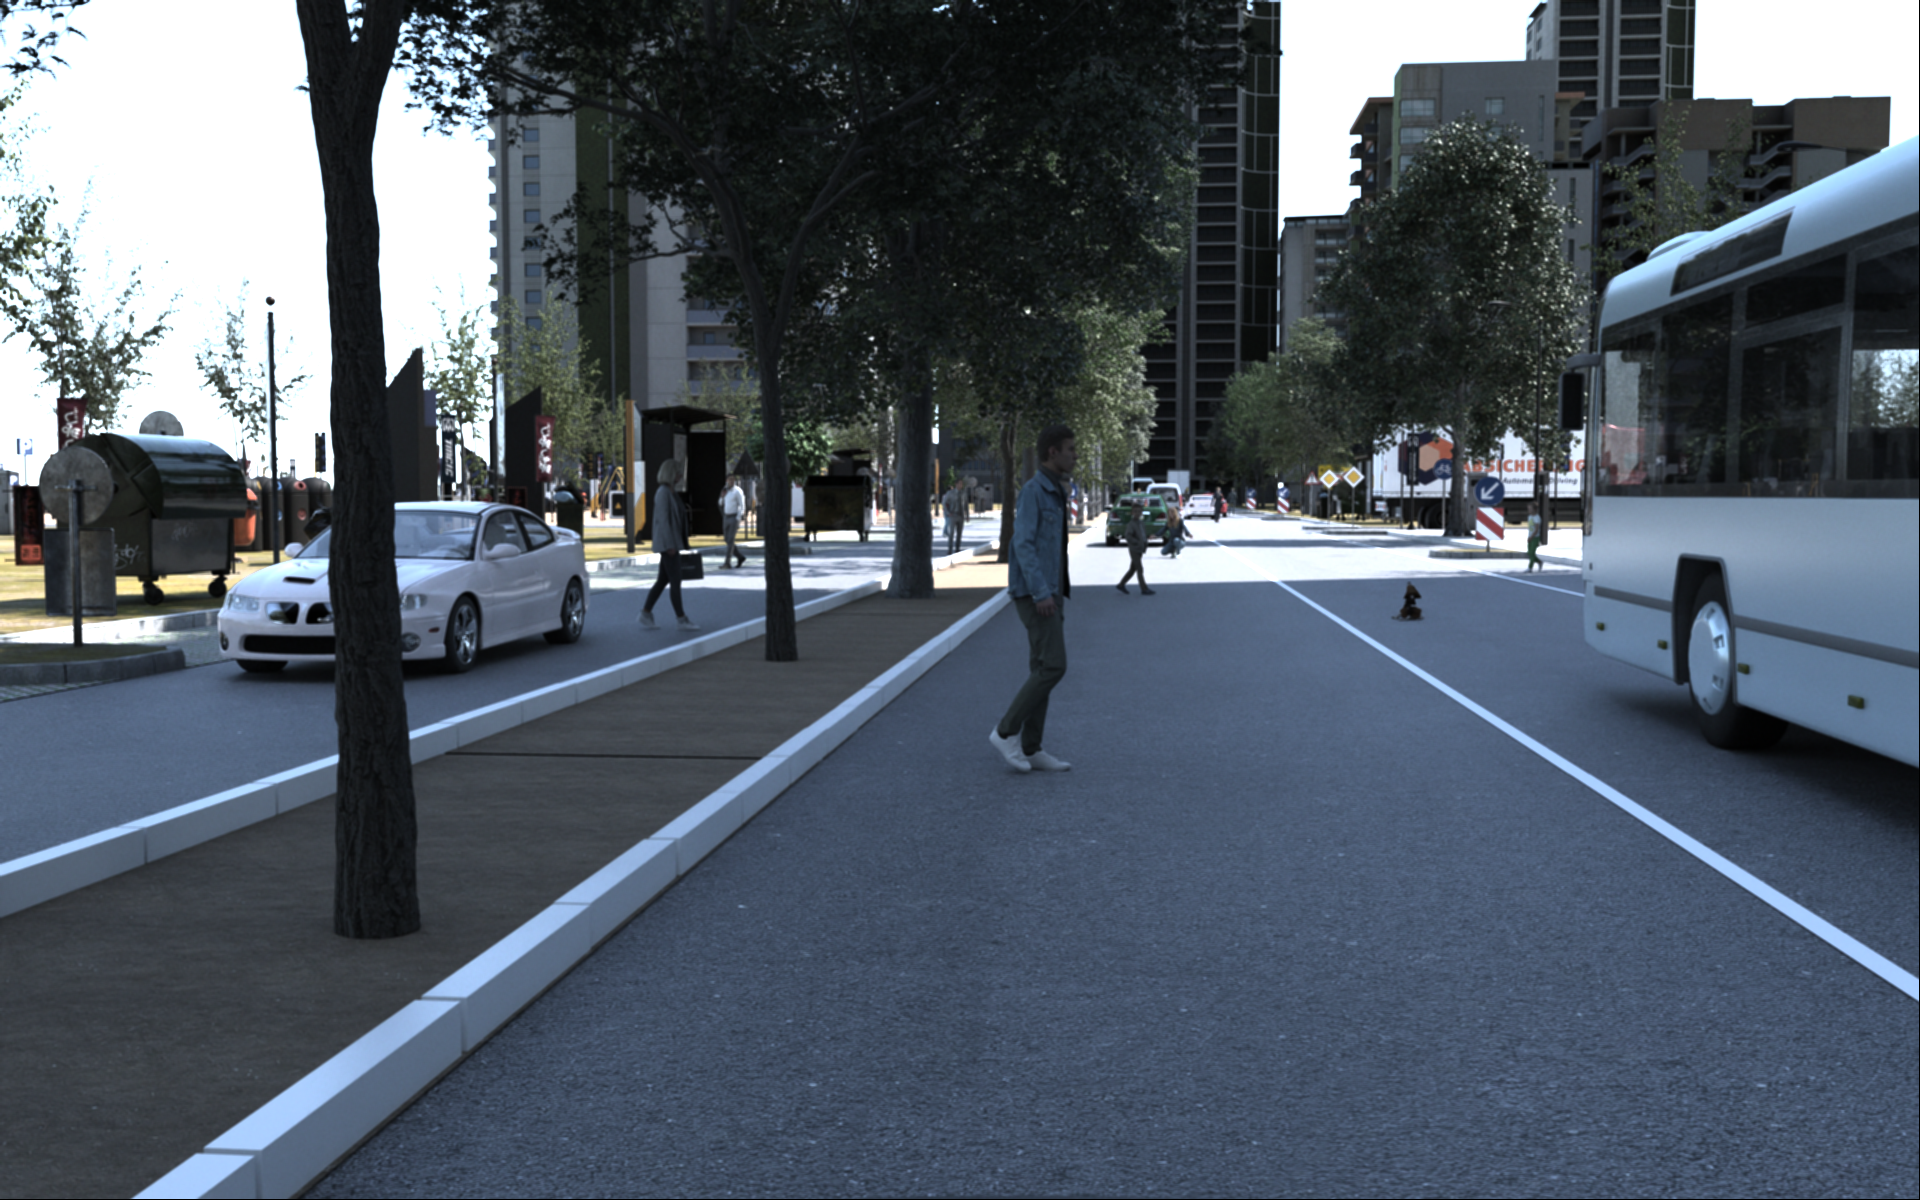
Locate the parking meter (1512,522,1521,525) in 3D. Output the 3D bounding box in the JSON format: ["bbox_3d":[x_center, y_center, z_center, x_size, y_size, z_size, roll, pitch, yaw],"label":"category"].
[{"bbox_3d":[23.343,-3.925,72.592,0.372,1.533,0.369,0,3,0],"label":"parking meter"}]

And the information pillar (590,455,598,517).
[{"bbox_3d":[-20.370,-6.420,96.327,0.504,3.616,0.183,2,4,34],"label":"information pillar"}]

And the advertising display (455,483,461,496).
[{"bbox_3d":[-28.764,-5.768,99.519,0.123,1.923,0.974,-3,4,-37],"label":"advertising display"}]

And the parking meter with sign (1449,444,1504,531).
[{"bbox_3d":[18.082,-3.940,60.674,1.738,3.016,0.543,0,4,8],"label":"parking meter with sign"}]

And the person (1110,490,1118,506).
[{"bbox_3d":[14.780,-9.693,166.607,1.348,1.869,0.705,-2,4,-34],"label":"person"}]

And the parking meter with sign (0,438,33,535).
[{"bbox_3d":[-29.717,-3.529,53.961,1.738,3.016,0.543,1,4,21],"label":"parking meter with sign"}]

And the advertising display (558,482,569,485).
[{"bbox_3d":[-21.823,-5.513,95.356,0.123,1.923,0.974,3,4,36],"label":"advertising display"}]

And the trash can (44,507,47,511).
[{"bbox_3d":[-60.846,-6.356,115.580,0.748,1.137,0.748,0,3,0],"label":"trash can"}]

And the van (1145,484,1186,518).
[{"bbox_3d":[8.332,-3.945,71.505,2.013,2.044,4.112,0,4,5],"label":"van"}]

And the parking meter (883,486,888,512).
[{"bbox_3d":[-5.235,-7.141,122.459,0.255,1.863,0.399,-2,4,-34],"label":"parking meter"}]

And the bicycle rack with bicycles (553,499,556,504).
[{"bbox_3d":[-30.079,-7.055,128.724,2.925,0.926,2.852,1,4,20],"label":"bicycle rack with bicycles"}]

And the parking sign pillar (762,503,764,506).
[{"bbox_3d":[-9.294,-5.972,86.121,1.447,3.967,1.447,-1,4,-9],"label":"parking sign pillar"}]

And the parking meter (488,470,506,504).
[{"bbox_3d":[-11.133,-2.197,41.639,0.399,1.863,0.255,3,4,38],"label":"parking meter"}]

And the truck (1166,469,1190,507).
[{"bbox_3d":[24.868,-12.747,197.328,2.839,4.237,11.283,0,4,7],"label":"truck"}]

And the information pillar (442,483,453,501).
[{"bbox_3d":[-15.365,-2.903,51.949,0.304,2.012,0.304,-1,4,-21],"label":"information pillar"}]

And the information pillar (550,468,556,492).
[{"bbox_3d":[-32.684,-9.031,139.015,0.504,3.616,0.183,0,3,0],"label":"information pillar"}]

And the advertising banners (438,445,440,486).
[{"bbox_3d":[-18.987,-3.984,61.333,2.074,3.025,0.090,3,5,39],"label":"advertising banners"}]

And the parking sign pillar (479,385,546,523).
[{"bbox_3d":[-11.012,-3.339,43.066,1.447,3.967,1.447,0,4,-4],"label":"parking sign pillar"}]

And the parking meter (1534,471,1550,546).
[{"bbox_3d":[14.455,-2.286,43.085,0.255,1.863,0.399,3,5,44],"label":"parking meter"}]

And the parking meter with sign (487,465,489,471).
[{"bbox_3d":[-28.156,-6.477,102.156,0.543,3.016,1.738,1,4,12],"label":"parking meter with sign"}]

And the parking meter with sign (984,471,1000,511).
[{"bbox_3d":[2.175,-8.374,133.172,1.738,3.016,0.543,0,4,5],"label":"parking meter with sign"}]

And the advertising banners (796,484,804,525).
[{"bbox_3d":[-6.176,-4.689,72.847,2.074,3.025,0.090,-3,5,-41],"label":"advertising banners"}]

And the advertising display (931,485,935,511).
[{"bbox_3d":[-2.495,-8.309,141.067,0.974,1.923,0.123,-2,4,-32],"label":"advertising display"}]

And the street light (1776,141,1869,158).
[{"bbox_3d":[11.454,-3.082,22.931,1.470,5.913,1.316,0,4,6],"label":"street light"}]

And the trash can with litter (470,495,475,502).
[{"bbox_3d":[-24.294,-4.667,87.368,2.233,1.210,1.678,-1,4,-14],"label":"trash can with litter"}]

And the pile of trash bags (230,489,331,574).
[{"bbox_3d":[-10.295,-1.124,28.124,3.447,1.369,1.912,0,4,-2],"label":"pile of trash bags"}]

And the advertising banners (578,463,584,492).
[{"bbox_3d":[-22.947,-6.510,102.627,0.090,3.025,2.074,2,4,27],"label":"advertising banners"}]

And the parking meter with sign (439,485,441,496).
[{"bbox_3d":[-44.148,-9.278,147.952,1.738,3.016,0.543,-1,4,-17],"label":"parking meter with sign"}]

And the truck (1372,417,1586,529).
[{"bbox_3d":[21.250,-4.627,64.568,11.283,4.237,2.839,0,4,5],"label":"truck"}]

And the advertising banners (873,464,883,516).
[{"bbox_3d":[-4.790,-6.289,99.009,0.090,3.025,2.074,1,4,18],"label":"advertising banners"}]

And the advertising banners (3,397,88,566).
[{"bbox_3d":[-16.738,-2.132,31.039,2.074,3.025,0.090,-2,4,-29],"label":"advertising banners"}]

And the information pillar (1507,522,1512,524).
[{"bbox_3d":[23.908,-4.307,74.904,0.304,2.012,0.304,-1,4,-15],"label":"information pillar"}]

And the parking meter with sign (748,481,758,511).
[{"bbox_3d":[-15.569,-8.217,130.600,0.543,3.016,1.738,1,4,9],"label":"parking meter with sign"}]

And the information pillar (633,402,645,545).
[{"bbox_3d":[-8.146,-3.217,43.949,0.183,3.616,0.504,-2,4,-35],"label":"information pillar"}]

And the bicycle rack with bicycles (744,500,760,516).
[{"bbox_3d":[-12.836,-5.304,100.101,2.925,0.926,2.852,-1,4,-15],"label":"bicycle rack with bicycles"}]

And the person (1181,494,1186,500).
[{"bbox_3d":[19.052,-8.406,149.158,0.991,1.433,0.599,0,4,-5],"label":"person"}]

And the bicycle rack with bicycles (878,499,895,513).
[{"bbox_3d":[-5.514,-6.247,115.524,2.852,0.926,2.925,3,4,37],"label":"bicycle rack with bicycles"}]

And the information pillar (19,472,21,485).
[{"bbox_3d":[-31.800,-3.293,58.328,0.304,2.012,0.304,-1,4,-23],"label":"information pillar"}]

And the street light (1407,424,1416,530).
[{"bbox_3d":[15.496,-5.436,61.420,1.470,5.913,1.316,0,4,6],"label":"street light"}]

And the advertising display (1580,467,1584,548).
[{"bbox_3d":[15.062,-2.195,41.096,0.123,1.923,0.974,-1,4,-15],"label":"advertising display"}]

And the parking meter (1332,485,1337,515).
[{"bbox_3d":[23.002,-6.137,106.052,0.399,1.863,0.255,3,5,40],"label":"parking meter"}]

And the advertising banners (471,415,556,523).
[{"bbox_3d":[-9.714,-2.546,37.822,2.074,3.025,0.090,-3,5,-43],"label":"advertising banners"}]

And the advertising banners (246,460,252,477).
[{"bbox_3d":[-36.633,-5.626,88.168,0.090,3.025,2.074,1,4,12],"label":"advertising banners"}]

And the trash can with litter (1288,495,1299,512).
[{"bbox_3d":[23.196,-6.836,122.824,1.678,1.210,2.233,1,4,22],"label":"trash can with litter"}]

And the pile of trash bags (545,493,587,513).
[{"bbox_3d":[-27.028,-6.637,118.267,3.447,1.369,1.912,1,4,18],"label":"pile of trash bags"}]

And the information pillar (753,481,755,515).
[{"bbox_3d":[-12.941,-7.176,108.679,0.183,3.616,0.504,-1,4,-12],"label":"information pillar"}]

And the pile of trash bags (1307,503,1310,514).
[{"bbox_3d":[22.772,-6.019,108.160,1.912,1.369,3.447,0,4,5],"label":"pile of trash bags"}]

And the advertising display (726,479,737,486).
[{"bbox_3d":[-9.907,-4.157,73.187,0.974,1.923,0.123,-1,4,-13],"label":"advertising display"}]

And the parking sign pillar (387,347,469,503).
[{"bbox_3d":[-10.331,-2.691,32.471,1.447,3.967,1.447,3,5,40],"label":"parking sign pillar"}]

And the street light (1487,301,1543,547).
[{"bbox_3d":[13.404,-4.239,41.844,1.470,5.913,1.316,0,4,6],"label":"street light"}]

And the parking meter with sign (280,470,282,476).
[{"bbox_3d":[-48.214,-7.898,125.396,1.738,3.016,0.543,-1,4,-9],"label":"parking meter with sign"}]

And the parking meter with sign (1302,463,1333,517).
[{"bbox_3d":[20.117,-6.186,97.396,1.738,3.016,0.543,1,4,14],"label":"parking meter with sign"}]

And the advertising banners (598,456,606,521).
[{"bbox_3d":[-16.853,-5.217,81.493,0.090,3.025,2.074,0,4,-3],"label":"advertising banners"}]

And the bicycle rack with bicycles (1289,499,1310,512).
[{"bbox_3d":[27.459,-7.711,139.456,2.925,0.926,2.852,0,4,-4],"label":"bicycle rack with bicycles"}]

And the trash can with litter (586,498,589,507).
[{"bbox_3d":[-29.085,-7.511,134.184,0.624,1.170,1.055,1,4,13],"label":"trash can with litter"}]

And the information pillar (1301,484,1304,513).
[{"bbox_3d":[23.276,-6.892,117.177,0.304,2.012,0.304,3,5,42],"label":"information pillar"}]
